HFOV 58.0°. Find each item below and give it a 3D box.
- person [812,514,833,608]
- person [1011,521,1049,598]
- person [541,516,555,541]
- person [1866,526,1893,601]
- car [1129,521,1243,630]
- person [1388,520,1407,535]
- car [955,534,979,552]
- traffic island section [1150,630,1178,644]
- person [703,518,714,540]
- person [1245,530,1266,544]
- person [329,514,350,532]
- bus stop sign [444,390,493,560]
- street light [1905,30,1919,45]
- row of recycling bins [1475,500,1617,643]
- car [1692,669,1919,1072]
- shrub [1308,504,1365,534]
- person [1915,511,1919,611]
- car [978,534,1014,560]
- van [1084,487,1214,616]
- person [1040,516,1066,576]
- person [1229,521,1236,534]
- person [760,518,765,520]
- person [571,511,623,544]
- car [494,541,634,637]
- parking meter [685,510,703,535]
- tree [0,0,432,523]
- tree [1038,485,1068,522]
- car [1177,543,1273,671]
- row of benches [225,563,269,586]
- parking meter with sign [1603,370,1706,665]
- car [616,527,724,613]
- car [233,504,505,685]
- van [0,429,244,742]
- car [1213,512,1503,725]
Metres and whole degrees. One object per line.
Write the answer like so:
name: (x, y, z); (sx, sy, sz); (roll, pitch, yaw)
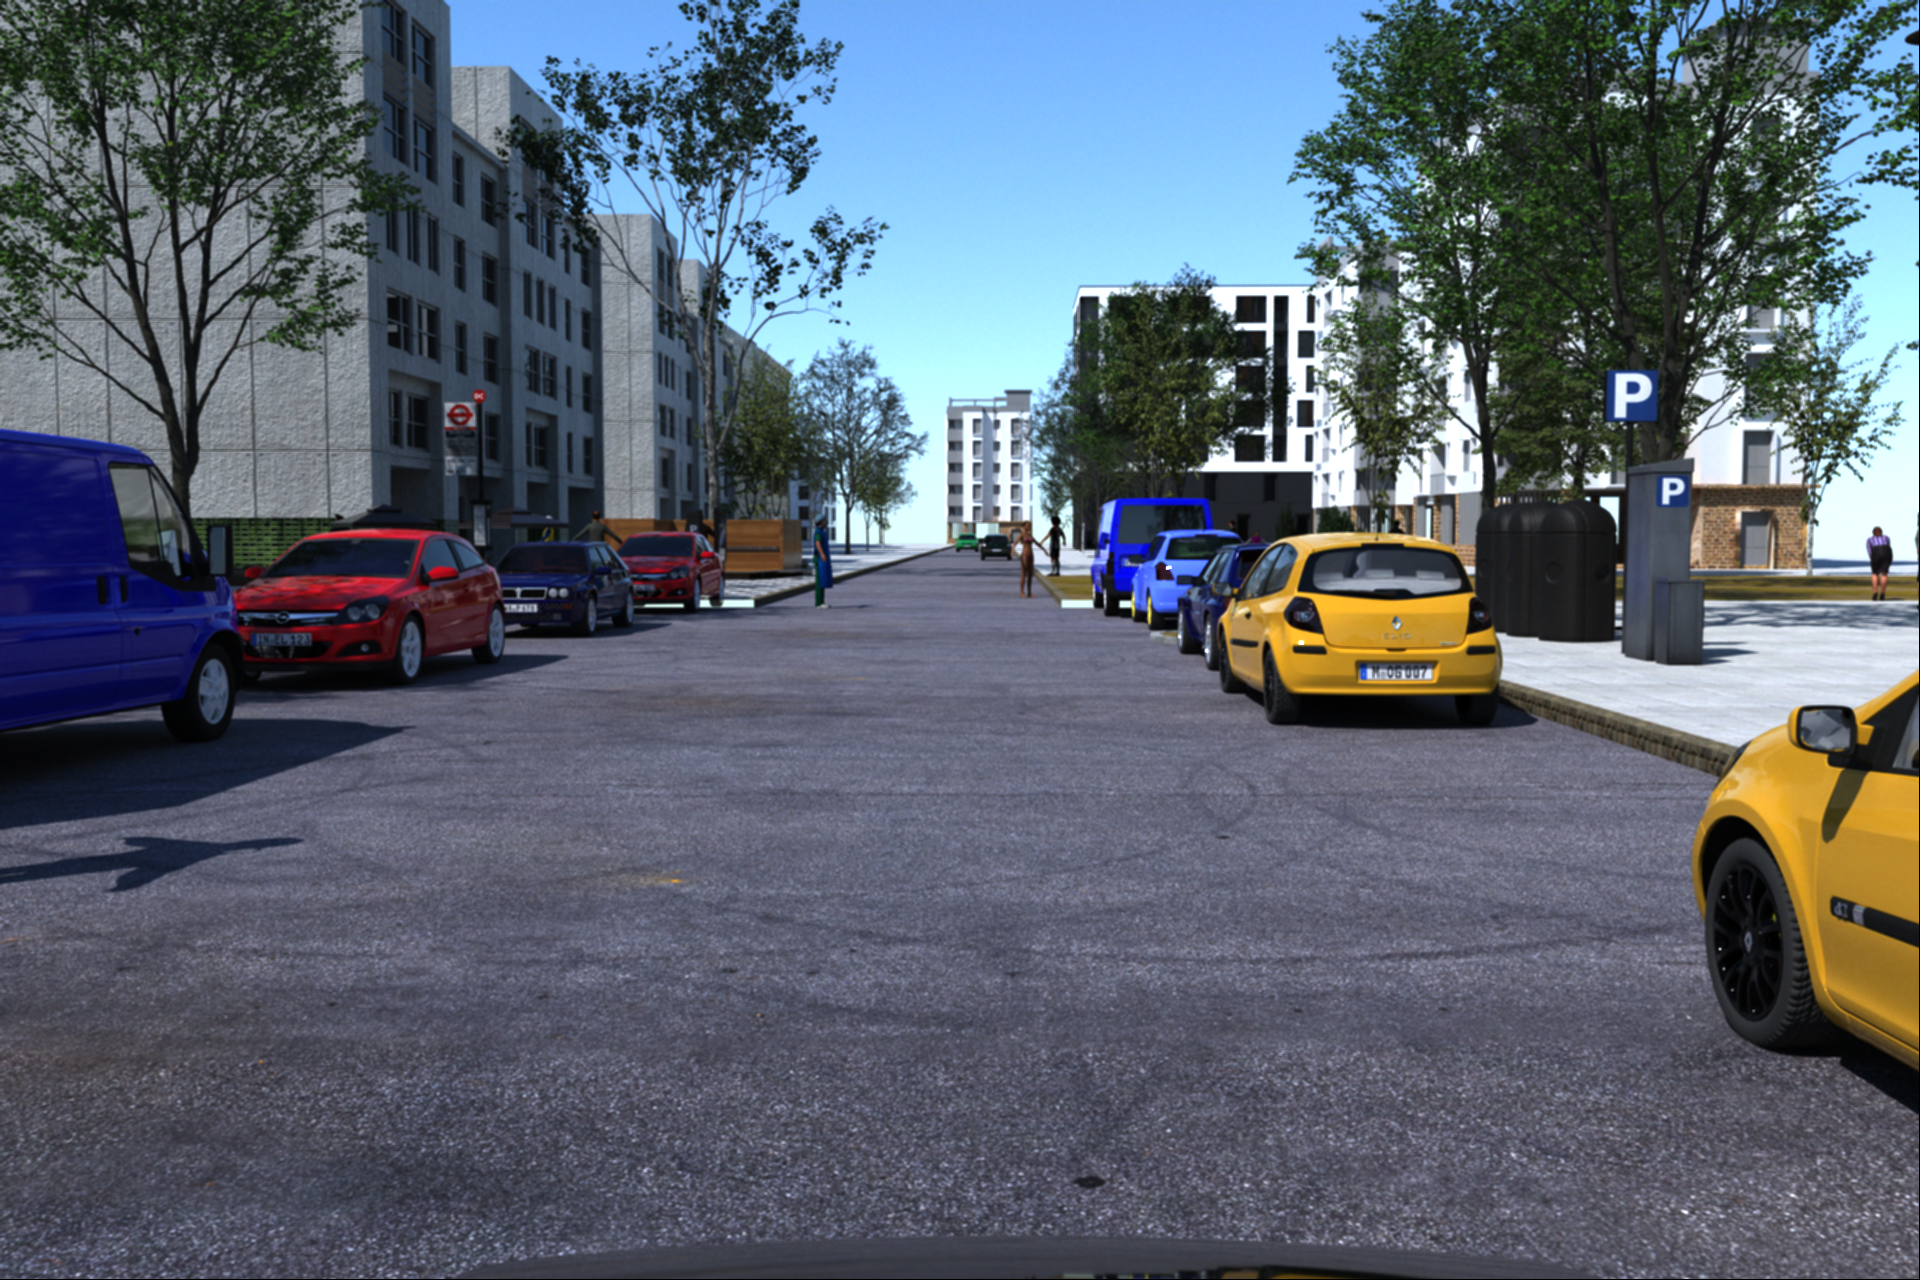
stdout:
person: (-2.658, -1.526, 33.538); (0.704, 1.817, 1.347); (0, 4, -1)
person: (1.561, -1.817, 38.972); (1.217, 1.733, 0.721); (-3, 5, -44)
person: (-11.194, -2.466, 46.784); (0.721, 1.772, 1.216); (0, 4, 1)
person: (17.654, -1.468, 33.281); (0.421, 1.427, 0.697); (1, 4, 17)
car: (3.645, -1.071, 27.102); (1.945, 1.707, 3.694); (0, 4, 0)
person: (14.549, -3.111, 57.587); (1.216, 1.740, 0.721); (3, 4, 37)
car: (0.604, -7.969, 139.082); (1.959, 1.807, 4.718); (0, 4, 2)
traffic island section: (3.583, -0.027, 23.314); (1.991, 0.108, 1.994); (0, 4, 1)
person: (-6.517, -2.278, 43.386); (1.346, 1.812, 0.704); (-1, 4, -18)
person: (10.329, -3.130, 60.445); (0.991, 1.433, 0.599); (0, 4, 3)
person: (-17.195, -2.571, 47.966); (0.705, 1.837, 1.347); (3, 4, 37)
bus stop sign: (-9.083, -2.652, 32.056); (0.855, 3.939, 0.416); (0, 4, 0)
street light: (6.955, -2.379, 11.682); (0.468, 5.910, 1.993); (0, 4, 1)
row of recycling bins: (7.397, -0.920, 22.147); (1.069, 1.692, 3.534); (0, 4, 1)
car: (3.035, 0.401, 3.676); (2.015, 1.641, 3.980); (0, 4, 0)
shrub: (9.531, -2.459, 44.244); (1.661, 2.075, 1.752); (0, 3, 0)
person: (16.104, -1.336, 28.668); (1.217, 1.735, 0.721); (-3, 5, -40)
car: (2.003, -5.247, 95.571); (2.009, 1.686, 4.222); (0, 4, 1)
van: (3.479, -1.675, 31.778); (2.240, 2.365, 5.245); (0, 4, 0)
person: (2.879, -2.858, 52.874); (0.704, 1.843, 1.345); (3, 4, 38)
person: (10.776, -3.825, 68.725); (0.705, 1.806, 1.347); (0, 4, 7)
person: (-7.000, -3.390, 61.289); (1.347, 1.847, 0.705); (2, 4, 32)
person: (-8.192, -2.005, 39.056); (1.348, 1.796, 0.705); (-1, 4, -13)
car: (-5.968, -0.787, 25.450); (1.945, 1.354, 3.894); (0, 4, 1)
parking meter: (-6.378, -2.190, 41.524); (0.399, 1.863, 0.255); (0, 4, 2)
tree: (-11.675, -6.117, 25.765); (9.928, 11.665, 9.643); (0, 3, 0)
tree: (12.498, -17.036, 228.905); (4.737, 8.622, 4.395); (0, 3, 0)
car: (3.471, -0.424, 19.521); (1.945, 1.354, 3.894); (0, 4, 1)
row of benches: (-13.740, -1.262, 36.102); (4.104, 0.672, 1.422); (2, 4, 30)
parking meter with sign: (7.116, -1.309, 17.667); (0.543, 3.016, 1.738); (0, 4, 1)
car: (-5.636, -1.459, 32.896); (2.155, 1.783, 4.494); (0, 4, 1)
car: (-6.061, -0.535, 17.789); (2.155, 1.783, 4.494); (0, 4, 2)
van: (-6.121, -0.359, 10.251); (2.240, 2.365, 5.245); (0, 4, 1)
car: (3.190, -0.259, 14.451); (2.015, 1.641, 3.980); (0, 4, 1)
